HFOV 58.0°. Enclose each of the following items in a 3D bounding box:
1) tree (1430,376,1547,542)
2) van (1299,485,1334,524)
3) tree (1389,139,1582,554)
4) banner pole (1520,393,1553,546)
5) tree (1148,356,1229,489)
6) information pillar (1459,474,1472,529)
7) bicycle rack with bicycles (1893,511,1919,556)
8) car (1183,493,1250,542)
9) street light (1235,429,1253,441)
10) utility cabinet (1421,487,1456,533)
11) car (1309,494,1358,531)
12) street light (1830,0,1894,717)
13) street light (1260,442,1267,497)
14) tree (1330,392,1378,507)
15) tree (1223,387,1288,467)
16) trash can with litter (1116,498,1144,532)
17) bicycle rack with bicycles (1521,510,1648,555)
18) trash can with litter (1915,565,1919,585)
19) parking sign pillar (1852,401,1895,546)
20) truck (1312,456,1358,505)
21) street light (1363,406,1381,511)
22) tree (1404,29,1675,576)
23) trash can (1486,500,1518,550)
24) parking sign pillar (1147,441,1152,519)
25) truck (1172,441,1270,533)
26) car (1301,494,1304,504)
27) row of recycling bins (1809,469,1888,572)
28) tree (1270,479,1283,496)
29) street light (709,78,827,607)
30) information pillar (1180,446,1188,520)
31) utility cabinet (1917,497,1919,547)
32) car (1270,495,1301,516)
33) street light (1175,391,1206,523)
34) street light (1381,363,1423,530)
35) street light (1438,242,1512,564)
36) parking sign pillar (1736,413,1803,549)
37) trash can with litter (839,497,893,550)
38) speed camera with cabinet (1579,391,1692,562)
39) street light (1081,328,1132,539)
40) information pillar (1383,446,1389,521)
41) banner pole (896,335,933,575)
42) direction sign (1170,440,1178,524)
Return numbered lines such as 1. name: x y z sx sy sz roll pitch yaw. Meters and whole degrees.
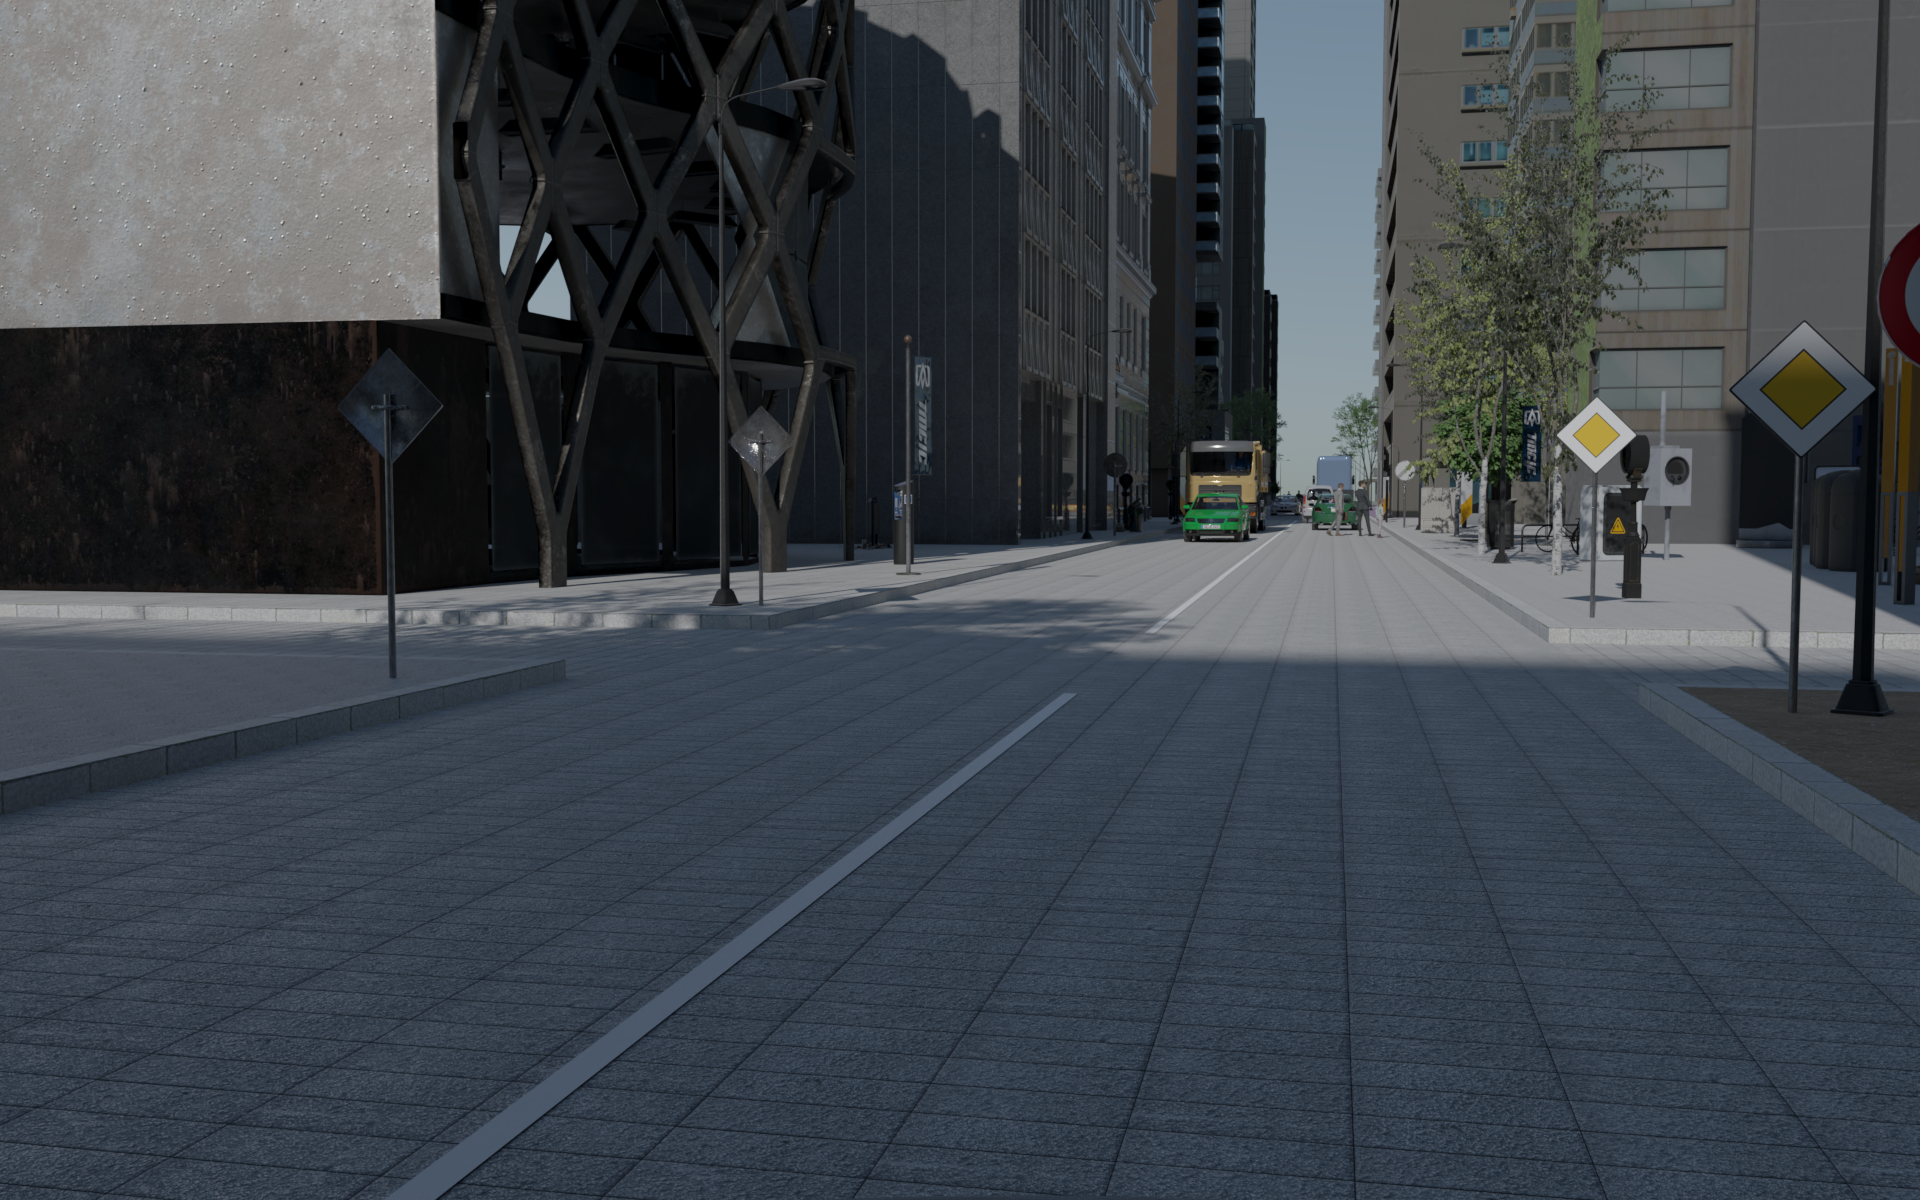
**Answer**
1. tree: 14.521 -3.896 47.415 4.285 4.588 4.351 0 3 0
2. van: 17.746 -4.797 85.439 2.013 2.044 4.112 1 4 12
3. tree: 11.166 -5.294 36.916 4.737 8.622 4.395 0 3 0
4. banner pole: 14.387 -3.247 43.104 0.863 3.779 0.401 1 4 14
5. tree: 12.087 -8.652 91.823 4.360 8.622 3.978 0 3 0
6. information pillar: 18.770 -4.453 64.156 0.504 3.616 0.183 -2 4 -28
7. bicycle rack with bicycles: 20.177 -1.442 36.954 2.925 0.926 2.852 -1 4 -11
8. car: 7.854 -2.694 52.845 1.959 1.807 4.718 1 4 13
9. street light: 20.238 -9.266 124.038 1.470 5.913 1.316 1 4 12
10. utility cabinet: 15.707 -2.936 56.678 1.173 1.500 0.318 1 4 23
11. car: 15.095 -3.541 69.686 2.131 1.459 4.920 1 4 12
12. street light: 4.758 -2.297 10.090 1.470 5.913 1.316 1 4 12
13. street light: 26.462 -11.058 153.342 1.470 5.913 1.316 1 4 12
14. tree: 41.273 -15.224 174.670 9.928 11.665 9.643 0 3 0
15. tree: 27.933 -14.822 168.092 9.928 11.665 9.643 0 3 0
16. trash can with litter: 5.680 -2.875 58.393 1.055 1.170 0.624 0 4 6
17. bicycle rack with bicycles: 13.724 -1.480 37.588 2.925 0.926 2.852 -1 4 -20
18. trash can with litter: 13.819 -0.788 24.276 0.624 1.170 1.055 -2 4 -34
19. parking sign pillar: 22.195 -3.286 42.204 1.447 3.967 1.447 1 4 9
20. truck: 25.254 -7.736 116.243 2.967 4.110 18.799 1 4 11
21. street light: 22.198 -7.269 91.392 1.470 5.913 1.316 1 4 12
22. tree: 9.163 -4.688 27.004 4.360 8.622 3.978 0 3 0
23. trash can: 12.493 -1.735 40.019 0.748 1.137 0.748 0 3 0
24. parking sign pillar: 8.973 -6.062 87.590 1.447 3.967 1.447 -1 4 -20
25. truck: 10.097 -4.242 65.280 3.469 3.379 9.791 1 4 13
26. car: 44.259 -12.958 223.867 2.014 1.417 4.499 1 4 10
27. row of recycling bins: 15.355 -1.401 30.026 1.069 1.692 3.534 1 4 20
28. tree: 40.537 -13.914 222.087 1.663 3.219 1.824 0 3 0
29. street light: -2.172 -2.879 19.620 1.470 5.913 1.316 1 4 12
30. information pillar: 10.890 -5.680 84.220 0.183 3.616 0.504 -2 4 -27
31. utility cabinet: 23.636 -1.887 42.012 1.020 1.237 0.306 0 4 -3
32. car: 21.921 -6.369 116.492 2.083 1.381 4.827 1 4 14
33. street light: 10.350 -6.446 77.931 1.470 5.913 1.316 1 4 12
34. street light: 15.828 -5.444 61.553 1.470 5.913 1.316 1 4 12
35. street light: 9.500 -3.637 32.008 1.470 5.913 1.316 1 4 12
36. parking sign pillar: 19.347 -3.230 41.277 1.447 3.967 1.447 -3 5 -44
37. trash can with litter: -2.192 -1.822 40.840 1.678 1.210 2.233 0 4 8
38. speed camera with cabinet: 12.881 -2.363 32.979 2.038 3.252 0.660 -1 4 -14
39. street light: 4.132 -4.665 48.812 1.470 5.913 1.316 1 4 12
40. information pillar: 20.636 -5.661 83.913 0.183 3.616 0.504 -1 4 -11
41. banner pole: -0.684 -2.300 27.615 0.401 3.779 0.863 3 4 36
42. direction sign: 9.065 -4.960 73.097 0.379 3.537 0.876 2 4 24
